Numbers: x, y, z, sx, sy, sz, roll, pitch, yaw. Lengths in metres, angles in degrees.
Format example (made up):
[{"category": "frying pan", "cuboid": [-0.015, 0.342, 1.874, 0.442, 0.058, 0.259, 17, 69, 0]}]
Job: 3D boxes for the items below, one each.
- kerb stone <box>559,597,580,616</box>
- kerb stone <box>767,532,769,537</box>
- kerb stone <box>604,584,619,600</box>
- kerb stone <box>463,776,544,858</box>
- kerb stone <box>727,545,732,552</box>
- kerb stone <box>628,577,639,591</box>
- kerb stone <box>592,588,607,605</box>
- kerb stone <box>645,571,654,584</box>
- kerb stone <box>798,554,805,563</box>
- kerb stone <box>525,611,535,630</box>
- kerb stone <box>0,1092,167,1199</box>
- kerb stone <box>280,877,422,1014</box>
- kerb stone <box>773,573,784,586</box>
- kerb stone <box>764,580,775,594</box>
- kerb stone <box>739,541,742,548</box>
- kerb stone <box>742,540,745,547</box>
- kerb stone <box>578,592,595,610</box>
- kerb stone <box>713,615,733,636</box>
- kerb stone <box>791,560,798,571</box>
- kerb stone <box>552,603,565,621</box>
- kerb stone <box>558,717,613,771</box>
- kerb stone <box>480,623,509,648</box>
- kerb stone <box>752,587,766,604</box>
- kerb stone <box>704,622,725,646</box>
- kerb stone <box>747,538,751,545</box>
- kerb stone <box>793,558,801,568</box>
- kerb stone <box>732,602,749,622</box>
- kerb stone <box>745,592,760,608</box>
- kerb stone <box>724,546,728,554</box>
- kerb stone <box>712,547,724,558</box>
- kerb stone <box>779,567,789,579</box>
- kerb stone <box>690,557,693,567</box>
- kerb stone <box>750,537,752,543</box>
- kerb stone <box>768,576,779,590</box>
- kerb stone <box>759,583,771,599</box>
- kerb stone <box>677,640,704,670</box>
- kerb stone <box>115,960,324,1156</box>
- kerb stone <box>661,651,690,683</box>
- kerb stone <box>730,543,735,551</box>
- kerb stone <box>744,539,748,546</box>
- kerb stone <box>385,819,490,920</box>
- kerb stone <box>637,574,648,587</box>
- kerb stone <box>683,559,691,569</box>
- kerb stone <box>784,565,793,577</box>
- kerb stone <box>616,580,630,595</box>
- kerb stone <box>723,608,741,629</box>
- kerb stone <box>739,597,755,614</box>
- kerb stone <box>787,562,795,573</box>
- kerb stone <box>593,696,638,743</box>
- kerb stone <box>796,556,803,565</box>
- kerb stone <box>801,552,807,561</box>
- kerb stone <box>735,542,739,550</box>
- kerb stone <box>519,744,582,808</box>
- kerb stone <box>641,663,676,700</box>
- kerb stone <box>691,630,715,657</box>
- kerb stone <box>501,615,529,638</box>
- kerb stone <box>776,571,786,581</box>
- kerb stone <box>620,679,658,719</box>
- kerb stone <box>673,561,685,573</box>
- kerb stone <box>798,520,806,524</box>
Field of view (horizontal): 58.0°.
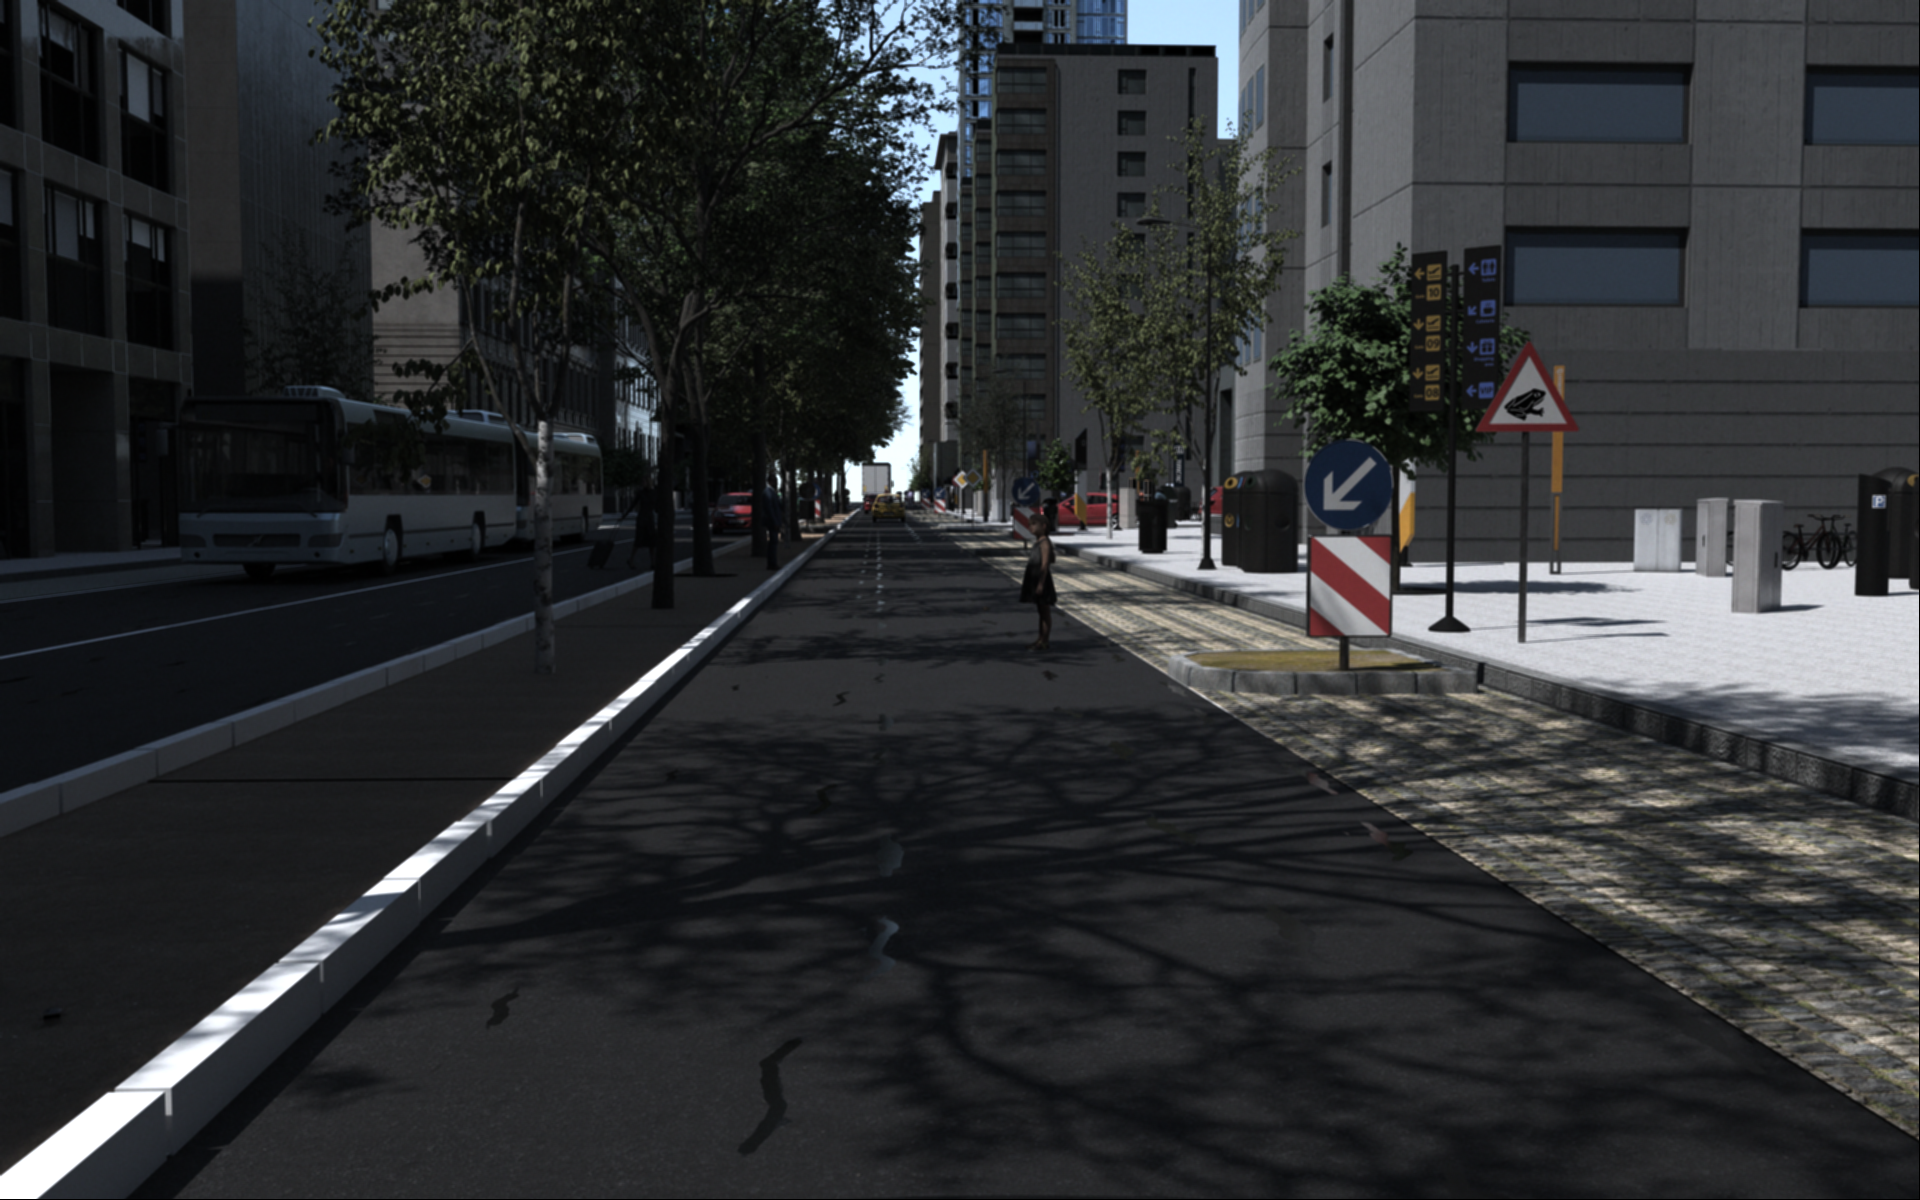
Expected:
[{"category": "kerb stone", "cuboid": [-4.680, 0.103, 20.515, 0.120, 0.150, 1.000, 0, 4, -3]}, {"category": "kerb stone", "cuboid": [-6.578, -2.341, 60.478, 0.120, 0.150, 1.000, 0, 4, -3]}, {"category": "kerb stone", "cuboid": [-4.815, -0.085, 23.586, 0.120, 0.150, 1.000, 0, 4, -3]}, {"category": "kerb stone", "cuboid": [-1.926, 0.910, 7.311, 0.120, 0.150, 1.000, 0, 4, -3]}, {"category": "kerb stone", "cuboid": [-5.701, -1.202, 42.037, 0.120, 0.150, 1.000, 0, 4, -3]}, {"category": "kerb stone", "cuboid": [-4.916, -0.205, 25.628, 0.120, 0.150, 1.000, 0, 4, -3]}, {"category": "kerb stone", "cuboid": [-4.766, -0.022, 22.558, 0.120, 0.150, 1.000, 0, 4, -3]}, {"category": "kerb stone", "cuboid": [-5.017, -0.336, 27.685, 0.120, 0.150, 1.000, 0, 4, -3]}, {"category": "kerb stone", "cuboid": [-3.256, -0.779, 34.966, 0.120, 0.150, 1.000, 0, 4, -3]}, {"category": "kerb stone", "cuboid": [-4.570, 0.228, 18.466, 0.120, 0.150, 1.000, 0, 4, -3]}, {"category": "kerb stone", "cuboid": [-1.742, 1.161, 3.220, 0.120, 0.150, 1.000, 0, 4, -3]}, {"category": "kerb stone", "cuboid": [-1.836, 1.036, 5.263, 0.120, 0.150, 1.000, 0, 4, -3]}, {"category": "kerb stone", "cuboid": [-2.855, -0.280, 26.773, 0.120, 0.150, 1.000, 0, 4, -3]}, {"category": "kerb stone", "cuboid": [-2.761, -0.154, 24.719, 0.120, 0.150, 1.000, 0, 4, -3]}, {"category": "kerb stone", "cuboid": [-5.847, -1.399, 45.120, 0.120, 0.150, 1.000, 0, 4, -3]}, {"category": "kerb stone", "cuboid": [-5.896, -1.465, 46.141, 0.120, 0.150, 1.000, 0, 4, -3]}, {"category": "kerb stone", "cuboid": [-4.716, 0.040, 21.537, 0.120, 0.150, 1.000, 0, 4, -3]}, {"category": "kerb stone", "cuboid": [-2.426, 0.285, 17.541, 0.120, 0.150, 1.000, 0, 4, -3]}, {"category": "kerb stone", "cuboid": [-3.113, -0.593, 31.896, 0.120, 0.150, 1.000, 0, 4, -3]}, {"category": "kerb stone", "cuboid": [-4.622, 0.166, 19.487, 0.120, 0.150, 1.000, 0, 4, -3]}, {"category": "kerb stone", "cuboid": [-2.031, 0.786, 9.367, 0.120, 0.150, 1.000, 0, 4, -3]}, {"category": "kerb stone", "cuboid": [-4.466, 0.356, 16.413, 0.120, 0.150, 1.000, 0, 4, -3]}, {"category": "kerb stone", "cuboid": [-2.668, -0.029, 22.667, 0.120, 0.150, 1.000, 0, 4, -3]}, {"category": "kerb stone", "cuboid": [-2.374, 0.347, 16.517, 0.120, 0.150, 1.000, 0, 4, -3]}, {"category": "kerb stone", "cuboid": [-5.989, -1.585, 48.184, 0.120, 0.150, 1.000, 0, 4, -3]}, {"category": "kerb stone", "cuboid": [-3.162, -0.651, 32.917, 0.120, 0.150, 1.000, 0, 4, -3]}, {"category": "kerb stone", "cuboid": [-2.516, 0.159, 19.600, 0.120, 0.150, 1.000, 0, 4, -3]}, {"category": "kerb stone", "cuboid": [-2.623, 0.034, 21.644, 0.120, 0.150, 1.000, 0, 4, -3]}, {"category": "kerb stone", "cuboid": [-5.654, -1.150, 41.006, 0.120, 0.150, 1.000, 0, 4, -3]}, {"category": "kerb stone", "cuboid": [-5.601, -1.084, 39.980, 0.120, 0.150, 1.000, 0, 4, -3]}, {"category": "kerb stone", "cuboid": [-2.969, -0.406, 28.832, 0.120, 0.150, 1.000, 0, 4, -3]}, {"category": "kerb stone", "cuboid": [-5.306, -0.711, 33.823, 0.120, 0.150, 1.000, 0, 4, -3]}, {"category": "kerb stone", "cuboid": [-6.044, -1.652, 49.204, 0.120, 0.150, 1.000, 0, 4, -3]}, {"category": "kerb stone", "cuboid": [-2.814, -0.217, 25.748, 0.120, 0.150, 1.000, 0, 4, -3]}, {"category": "kerb stone", "cuboid": [-2.710, -0.091, 23.691, 0.120, 0.150, 1.000, 0, 4, -3]}, {"category": "kerb stone", "cuboid": [-2.275, 0.472, 14.472, 0.120, 0.150, 1.000, 0, 4, -3]}, {"category": "kerb stone", "cuboid": [-1.788, 1.098, 4.242, 0.120, 0.150, 1.000, 0, 4, -3]}, {"category": "kerb stone", "cuboid": [-2.228, 0.535, 13.451, 0.120, 0.150, 1.000, 0, 4, -3]}, {"category": "kerb stone", "cuboid": [-5.750, -1.276, 43.065, 0.120, 0.150, 1.000, 0, 4, -3]}, {"category": "kerb stone", "cuboid": [-5.943, -1.527, 47.162, 0.120, 0.150, 1.000, 0, 4, -3]}, {"category": "kerb stone", "cuboid": [-1.890, 0.973, 6.289, 0.120, 0.150, 1.000, 0, 4, -3]}, {"category": "kerb stone", "cuboid": [-4.963, -0.270, 26.657, 0.120, 0.150, 1.000, 0, 4, -3]}, {"category": "kerb stone", "cuboid": [-5.258, -0.649, 32.802, 0.120, 0.150, 1.000, 0, 4, -3]}, {"category": "kerb stone", "cuboid": [-3.008, -0.464, 29.854, 0.120, 0.150, 1.000, 0, 4, -3]}, {"category": "kerb stone", "cuboid": [-4.855, -0.148, 24.607, 0.120, 0.150, 1.000, 0, 4, -3]}, {"category": "kerb stone", "cuboid": [-2.476, 0.225, 18.572, 0.120, 0.150, 1.000, 0, 4, -3]}, {"category": "kerb stone", "cuboid": [-2.572, 0.096, 20.621, 0.120, 0.150, 1.000, 0, 4, -3]}, {"category": "kerb stone", "cuboid": [-3.066, -0.531, 30.874, 0.120, 0.150, 1.000, 0, 4, -3]}, {"category": "kerb stone", "cuboid": [-2.077, 0.725, 10.388, 0.120, 0.150, 1.000, 0, 4, -3]}, {"category": "kerb stone", "cuboid": [-3.206, -0.718, 33.940, 0.120, 0.150, 1.000, 0, 4, -3]}, {"category": "kerb stone", "cuboid": [-3.307, -0.844, 35.991, 0.120, 0.150, 1.000, 0, 4, -3]}, {"category": "kerb stone", "cuboid": [-5.800, -1.336, 44.086, 0.120, 0.150, 1.000, 0, 4, -3]}, {"category": "kerb stone", "cuboid": [-1.978, 0.853, 8.343, 0.120, 0.150, 1.000, 0, 4, -3]}, {"category": "kerb stone", "cuboid": [-2.179, 0.597, 12.430, 0.120, 0.150, 1.000, 0, 4, -3]}, {"category": "kerb stone", "cuboid": [-2.324, 0.410, 15.493, 0.120, 0.150, 1.000, 0, 4, -3]}, {"category": "kerb stone", "cuboid": [-4.525, 0.291, 17.437, 0.120, 0.150, 1.000, 0, 4, -3]}, {"category": "kerb stone", "cuboid": [-2.914, -0.335, 27.797, 0.120, 0.150, 1.000, 0, 4, -3]}, {"category": "kerb stone", "cuboid": [-2.128, 0.665, 11.409, 0.120, 0.150, 1.000, 0, 4, -3]}, {"category": "kerb stone", "cuboid": [-5.216, -0.585, 31.781, 0.120, 0.150, 1.000, 0, 4, -3]}, {"category": "kerb stone", "cuboid": [-7.783, -3.878, 85.604, 0.120, 0.150, 1.000, 0, 4, -3]}]
